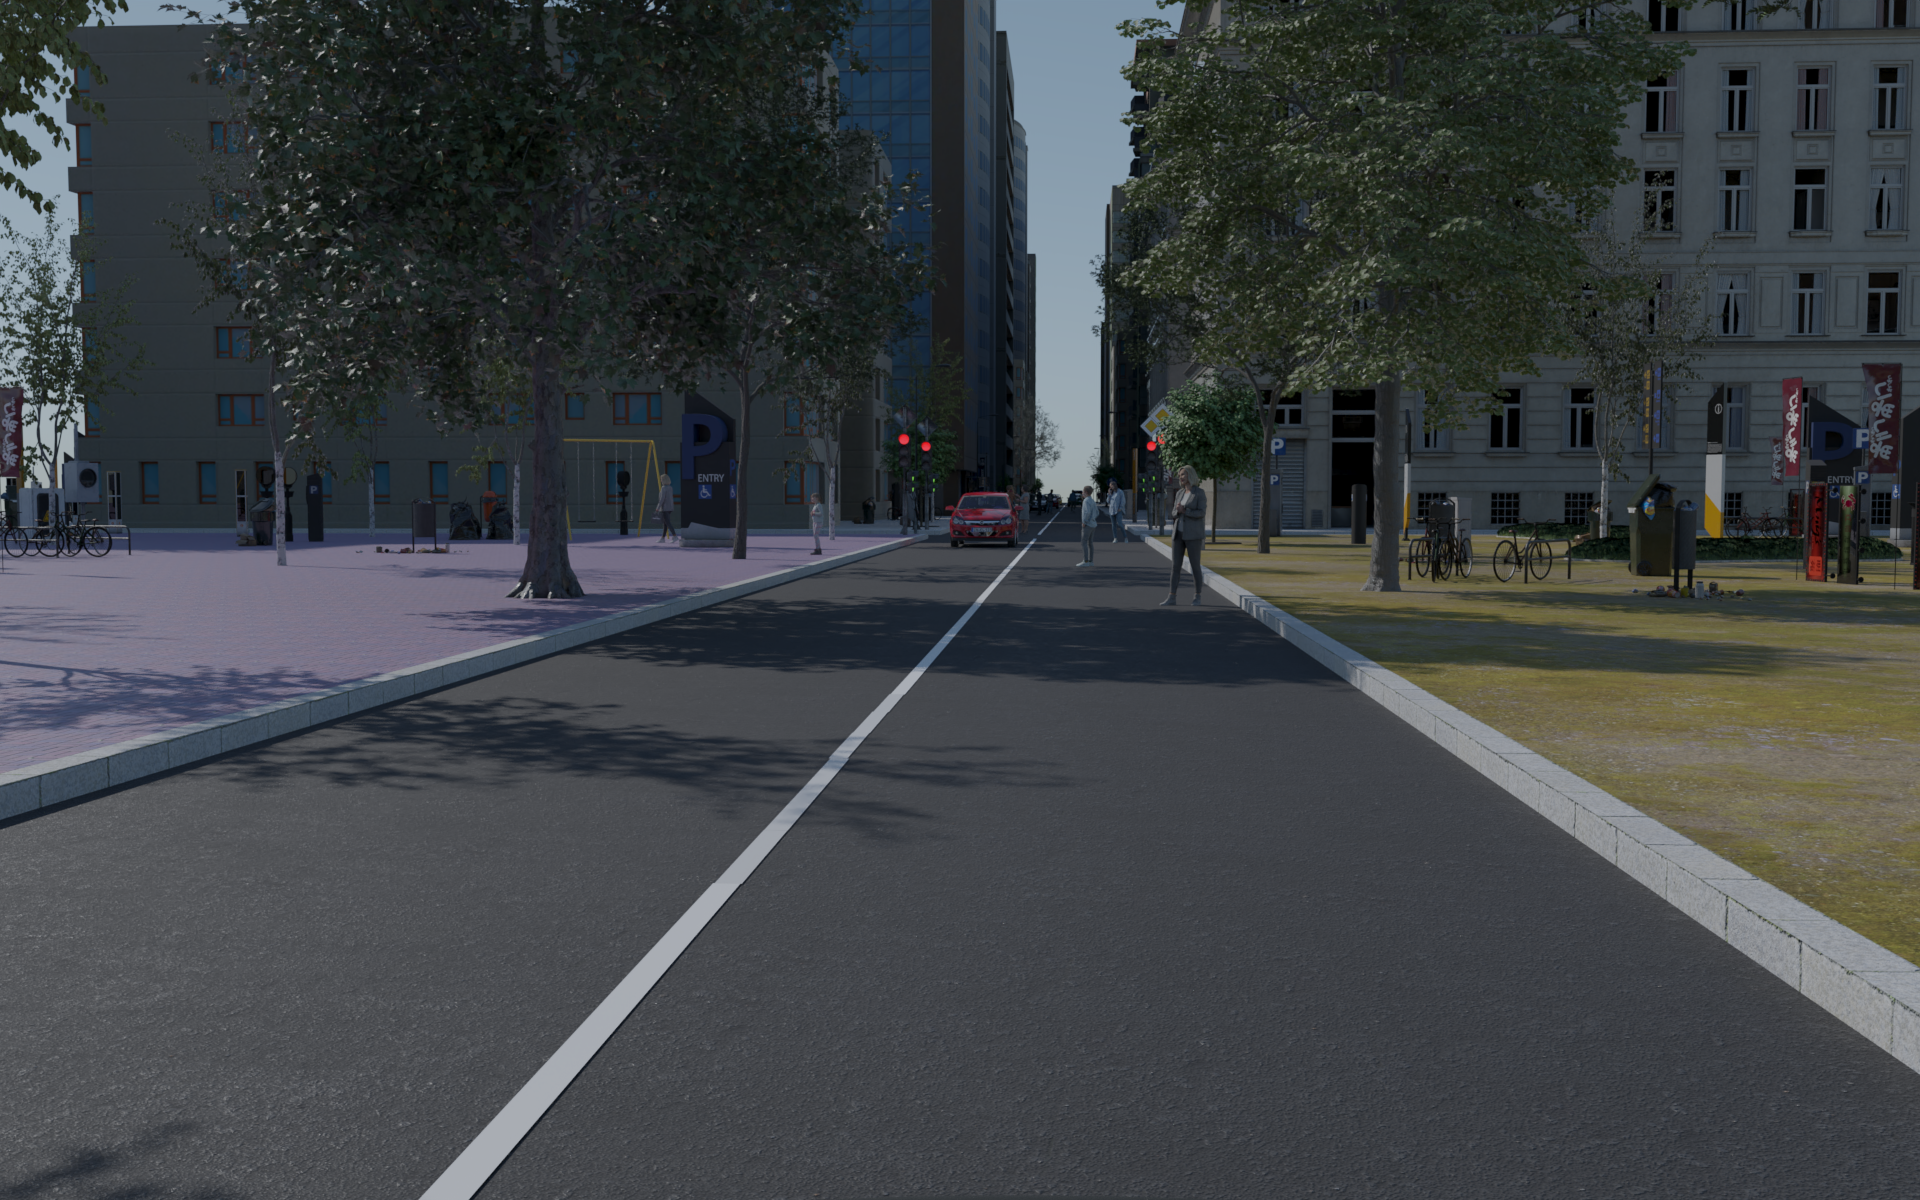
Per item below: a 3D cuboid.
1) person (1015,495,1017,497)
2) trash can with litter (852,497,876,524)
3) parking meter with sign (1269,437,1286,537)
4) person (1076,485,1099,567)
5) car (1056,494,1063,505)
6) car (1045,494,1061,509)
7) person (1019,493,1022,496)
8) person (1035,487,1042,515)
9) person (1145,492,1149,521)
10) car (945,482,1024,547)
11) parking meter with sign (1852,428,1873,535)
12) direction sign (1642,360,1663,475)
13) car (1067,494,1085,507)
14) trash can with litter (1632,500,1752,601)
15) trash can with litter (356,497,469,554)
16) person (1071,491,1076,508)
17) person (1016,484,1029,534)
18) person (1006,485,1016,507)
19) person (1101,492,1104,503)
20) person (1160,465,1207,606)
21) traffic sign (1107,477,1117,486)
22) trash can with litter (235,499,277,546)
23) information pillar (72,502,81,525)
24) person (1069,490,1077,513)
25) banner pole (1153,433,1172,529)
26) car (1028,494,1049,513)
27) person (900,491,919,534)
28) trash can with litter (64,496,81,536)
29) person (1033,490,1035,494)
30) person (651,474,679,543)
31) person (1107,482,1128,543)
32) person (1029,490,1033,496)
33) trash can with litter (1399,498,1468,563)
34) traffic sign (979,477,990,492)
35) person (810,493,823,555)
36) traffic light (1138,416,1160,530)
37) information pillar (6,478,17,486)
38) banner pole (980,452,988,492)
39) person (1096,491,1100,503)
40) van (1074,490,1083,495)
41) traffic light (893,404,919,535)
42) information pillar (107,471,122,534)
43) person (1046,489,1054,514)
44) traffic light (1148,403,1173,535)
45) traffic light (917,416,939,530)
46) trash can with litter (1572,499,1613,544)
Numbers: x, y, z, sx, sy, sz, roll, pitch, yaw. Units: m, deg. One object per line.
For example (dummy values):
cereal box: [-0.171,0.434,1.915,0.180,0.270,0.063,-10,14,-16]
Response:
person: [4.648,-9.311,158.268,1.348,1.826,0.705,-2,4,-30]
trash can with litter: [-4.135,-3.834,74.078,1.055,1.170,0.624,1,4,20]
parking meter with sign: [9.552,-3.449,52.651,0.543,3.016,1.738,1,4,15]
person: [2.548,-1.474,34.414,0.330,1.601,0.589,2,4,35]
car: [12.484,-13.212,226.241,2.015,1.641,3.980,0,4,5]
car: [8.672,-9.710,167.800,2.155,1.783,4.494,0,4,5]
person: [7.056,-11.865,200.112,0.705,1.814,1.350,1,4,14]
person: [5.249,-6.628,116.230,0.474,1.900,0.648,1,4,12]
person: [9.169,-4.693,83.200,0.534,1.772,0.576,1,4,14]
car: [0.700,-2.393,48.159,2.155,1.783,4.494,0,4,3]
parking meter with sign: [23.455,-2.983,45.040,0.543,3.016,1.738,2,4,29]
direction sign: [11.907,-2.315,29.847,0.379,3.537,0.876,0,4,3]
car: [13.052,-11.210,195.080,2.131,1.459,4.920,0,4,6]
trash can with litter: [9.407,-0.664,21.918,1.678,1.210,2.233,3,5,41]
trash can with litter: [-12.031,-1.636,37.810,2.233,1.210,1.678,0,4,6]
person: [11.988,-10.651,183.094,0.683,1.767,0.568,1,4,14]
person: [2.234,-3.289,62.635,0.532,1.782,0.716,0,4,-6]
person: [2.228,-4.185,76.892,0.573,1.828,0.580,1,4,12]
person: [20.403,-14.802,248.068,0.705,1.822,1.348,1,4,14]
person: [2.903,-0.826,22.181,0.526,1.800,0.537,-2,4,-35]
traffic sign: [11.584,-8.073,132.101,0.768,2.556,0.104,1,4,11]
trash can with litter: [-17.372,-1.923,42.835,0.624,1.170,1.055,1,4,18]
information pillar: [-34.168,-3.829,67.097,0.304,2.012,0.304,1,4,17]
person: [8.723,-7.652,133.961,0.601,1.785,0.444,0,4,6]
banner pole: [7.538,-4.556,64.508,0.863,3.779,0.401,-1,4,-14]
car: [5.929,-7.514,132.636,2.009,1.686,4.222,0,4,6]
person: [-1.647,-3.027,58.091,0.767,1.812,0.694,3,4,38]
trash can with litter: [-27.557,-2.574,53.140,2.233,1.210,1.678,3,5,39]
person: [10.358,-14.667,245.480,1.348,1.869,0.705,0,4,6]
person: [-7.716,-2.394,45.363,0.728,1.800,0.709,1,4,20]
person: [4.618,-2.561,50.639,0.793,1.790,0.793,1,4,12]
person: [6.234,-8.663,150.143,1.348,1.824,0.705,-2,4,-31]
trash can with litter: [8.657,-1.316,32.579,2.233,1.210,1.678,-1,4,-15]
traffic sign: [1.432,-6.101,101.874,0.606,2.300,0.079,0,4,5]
person: [-3.033,-1.605,36.558,0.394,1.301,0.425,-3,5,-41]
traffic light: [6.772,-4.445,61.597,0.839,4.253,0.868,0,4,4]
information pillar: [-42.387,-4.462,77.439,0.304,2.012,0.304,1,4,14]
banner pole: [1.445,-6.967,103.929,0.401,3.779,0.863,-3,4,-39]
person: [20.009,-14.848,249.352,0.990,1.755,0.434,2,4,34]
van: [18.779,-16.722,277.781,2.240,2.365,5.245,0,4,2]
traffic light: [-1.703,-3.989,54.140,0.839,4.253,0.868,0,4,4]
information pillar: [-27.401,-3.159,56.138,0.304,2.012,0.304,0,4,6]
person: [6.475,-7.040,123.957,0.623,1.781,0.721,2,4,30]
traffic light: [6.242,-3.958,53.629,0.839,4.253,0.868,0,4,4]
traffic light: [-1.173,-4.476,62.107,0.839,4.253,0.868,0,4,4]
trash can with litter: [15.785,-1.952,43.307,0.624,1.170,1.055,-2,4,-28]
